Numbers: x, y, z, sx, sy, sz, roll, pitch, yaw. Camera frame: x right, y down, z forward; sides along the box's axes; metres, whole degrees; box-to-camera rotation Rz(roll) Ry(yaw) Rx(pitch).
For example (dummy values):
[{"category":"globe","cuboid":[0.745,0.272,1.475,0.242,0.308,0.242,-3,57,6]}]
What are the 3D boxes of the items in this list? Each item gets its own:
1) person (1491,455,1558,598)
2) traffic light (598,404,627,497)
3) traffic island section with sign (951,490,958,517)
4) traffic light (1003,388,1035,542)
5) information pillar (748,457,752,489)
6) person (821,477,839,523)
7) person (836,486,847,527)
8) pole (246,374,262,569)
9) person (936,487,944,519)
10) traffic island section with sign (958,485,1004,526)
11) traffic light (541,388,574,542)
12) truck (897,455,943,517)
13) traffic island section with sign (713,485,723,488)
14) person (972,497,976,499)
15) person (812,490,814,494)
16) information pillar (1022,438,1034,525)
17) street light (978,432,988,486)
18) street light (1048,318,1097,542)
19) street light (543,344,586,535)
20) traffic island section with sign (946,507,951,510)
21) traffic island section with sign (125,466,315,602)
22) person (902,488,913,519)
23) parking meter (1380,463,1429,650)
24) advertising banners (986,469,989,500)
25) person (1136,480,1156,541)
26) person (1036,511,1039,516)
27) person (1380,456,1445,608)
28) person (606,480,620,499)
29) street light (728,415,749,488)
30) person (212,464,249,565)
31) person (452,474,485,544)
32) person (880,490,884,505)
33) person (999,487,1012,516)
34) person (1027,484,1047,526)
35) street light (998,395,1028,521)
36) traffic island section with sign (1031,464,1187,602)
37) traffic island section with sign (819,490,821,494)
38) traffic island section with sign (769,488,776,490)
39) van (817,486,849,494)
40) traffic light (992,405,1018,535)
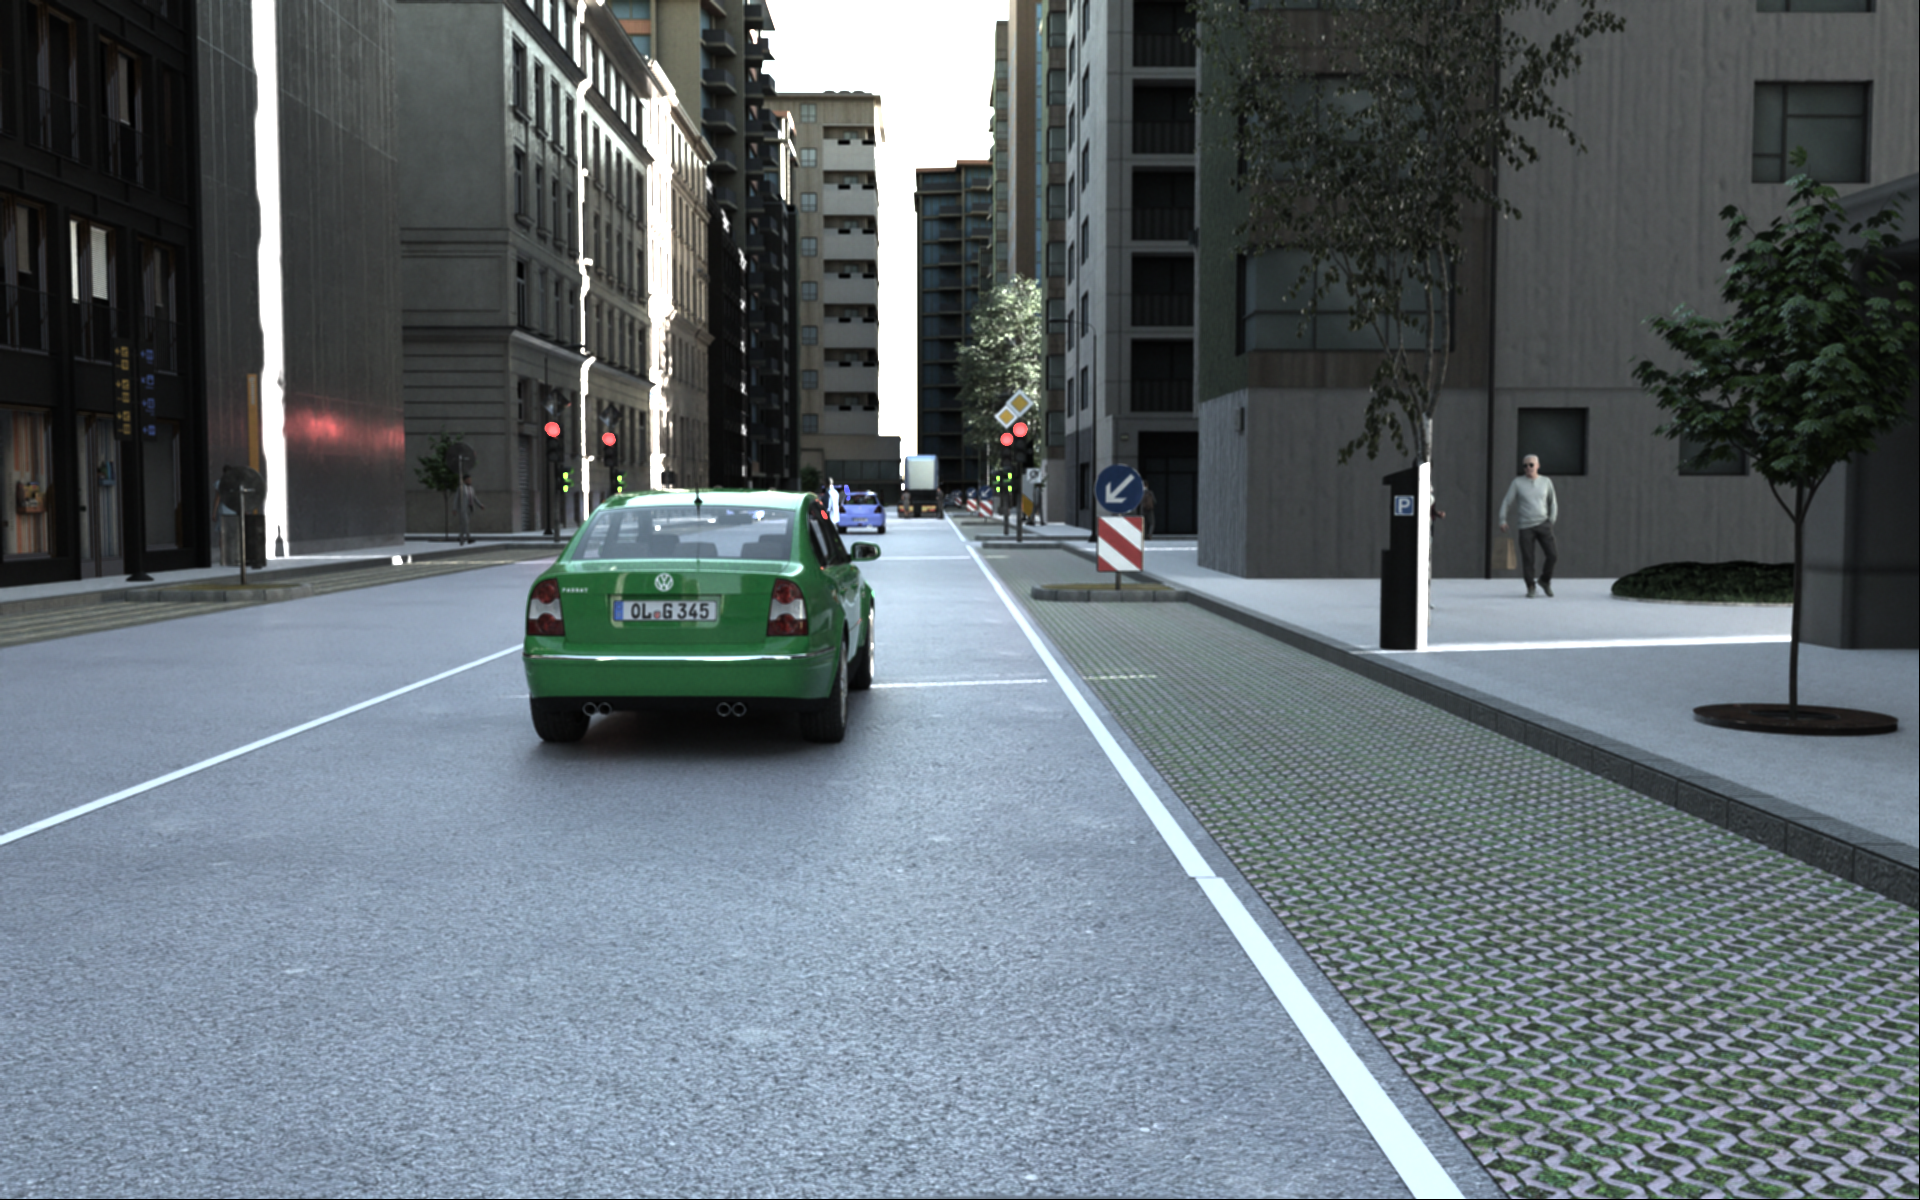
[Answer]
[{"category":"person","cuboid":[7.015,-0.916,21.503,0.782,1.767,0.515,0,4,7]},{"category":"traffic light","cuboid":[-10.829,-3.974,53.889,0.839,4.253,0.868,0,4,-1]},{"category":"traffic island section with sign","cuboid":[0.591,-5.969,106.219,1.989,1.847,2.006,0,4,-1]},{"category":"traffic light","cuboid":[1.567,-3.499,46.130,0.839,4.253,0.868,0,4,-1]},{"category":"information pillar","cuboid":[-13.337,-7.256,109.984,0.183,3.616,0.504,-2,4,-29]},{"category":"person","cuboid":[-2.897,-1.815,38.358,0.419,1.800,0.721,0,4,6]},{"category":"person","cuboid":[-5.022,-3.984,73.908,0.678,1.792,0.850,2,4,27]},{"category":"pole","cuboid":[-12.044,-2.184,29.545,0.158,3.312,0.155,0,3,0]},{"category":"person","cuboid":[-1.168,-5.533,98.768,0.447,1.846,0.655,-2,4,-23]},{"category":"traffic island section with sign","cuboid":[1.047,-4.319,79.243,1.989,1.847,2.006,0,4,-1]},{"category":"traffic light","cuboid":[-10.692,-3.485,45.905,0.839,4.253,0.868,0,4,-1]},{"category":"truck","cuboid":[-2.627,-7.564,113.437,2.967,4.110,18.799,0,4,0]},{"category":"traffic island section with sign","cuboid":[-10.964,-4.281,78.628,1.989,1.847,2.006,0,4,-1]},{"category":"person","cuboid":[1.306,-9.280,161.004,0.421,1.427,0.697,0,4,-3]},{"category":"person","cuboid":[-15.809,-11.047,186.599,0.705,1.831,1.348,0,4,6]},{"category":"information pillar","cuboid":[2.846,-4.954,72.346,0.504,3.616,0.183,-1,4,-10]},{"category":"street light","cuboid":[1.527,-9.567,128.959,1.470,5.913,1.316,0,4,-1]},{"category":"street light","cuboid":[3.024,-4.486,45.895,1.470,5.913,1.316,0,4,-1]},{"category":"street light","cuboid":[-12.274,-4.967,53.755,1.470,5.913,1.316,0,4,-1]},{"category":"traffic island section with sign","cuboid":[-0.273,-9.018,156.068,1.989,1.847,2.006,0,4,-1]},{"category":"traffic island section with sign","cuboid":[-10.028,-0.925,23.760,1.989,1.847,2.006,0,4,-1]},{"category":"person","cuboid":[-3.081,-5.618,100.715,0.716,1.782,0.532,-2,4,-24]},{"category":"parking meter","cuboid":[3.680,-0.363,14.344,0.372,1.533,0.369,0,3,0]},{"category":"advertising banners","cuboid":[1.867,-7.477,118.432,0.090,3.025,2.074,0,4,5]},{"category":"person","cuboid":[5.320,-2.516,49.608,0.622,1.834,0.822,1,4,16]},{"category":"person","cuboid":[4.773,-5.822,101.569,0.599,1.781,0.374,2,4,31]},{"category":"person","cuboid":[5.105,-0.771,19.482,0.563,1.720,0.643,-3,4,-38]},{"category":"person","cuboid":[-12.723,-3.534,64.005,0.709,1.800,0.728,-1,4,-9]},{"category":"street light","cuboid":[-13.033,-7.888,101.506,1.470,5.913,1.316,0,4,-1]},{"category":"person","cuboid":[-13.081,-1.525,31.064,0.616,1.811,0.778,-1,4,-14]},{"category":"person","cuboid":[-12.796,-2.359,44.884,0.850,1.792,0.678,2,4,33]},{"category":"person","cuboid":[-6.964,-8.976,155.216,0.705,1.831,1.348,0,4,3]},{"category":"person","cuboid":[2.737,-5.895,102.635,0.699,1.804,1.509,2,4,30]},{"category":"person","cuboid":[3.132,-3.919,70.386,0.850,1.792,0.678,-2,4,-24]},{"category":"street light","cuboid":[2.494,-6.658,81.402,1.470,5.913,1.316,0,4,-1]},{"category":"traffic island section with sign","cuboid":[1.994,-0.924,23.739,1.989,1.847,2.006,0,4,-1]},{"category":"traffic island section with sign","cuboid":[-12.290,-9.000,155.772,1.989,1.847,2.006,0,4,-1]},{"category":"traffic island section with sign","cuboid":[-11.425,-5.930,105.579,1.989,1.847,2.006,0,4,-1]},{"category":"van","cuboid":[-9.015,-7.343,124.446,2.240,2.365,5.245,0,4,0]},{"category":"traffic light","cuboid":[1.430,-3.987,54.113,0.839,4.253,0.868,0,4,-1]}]
